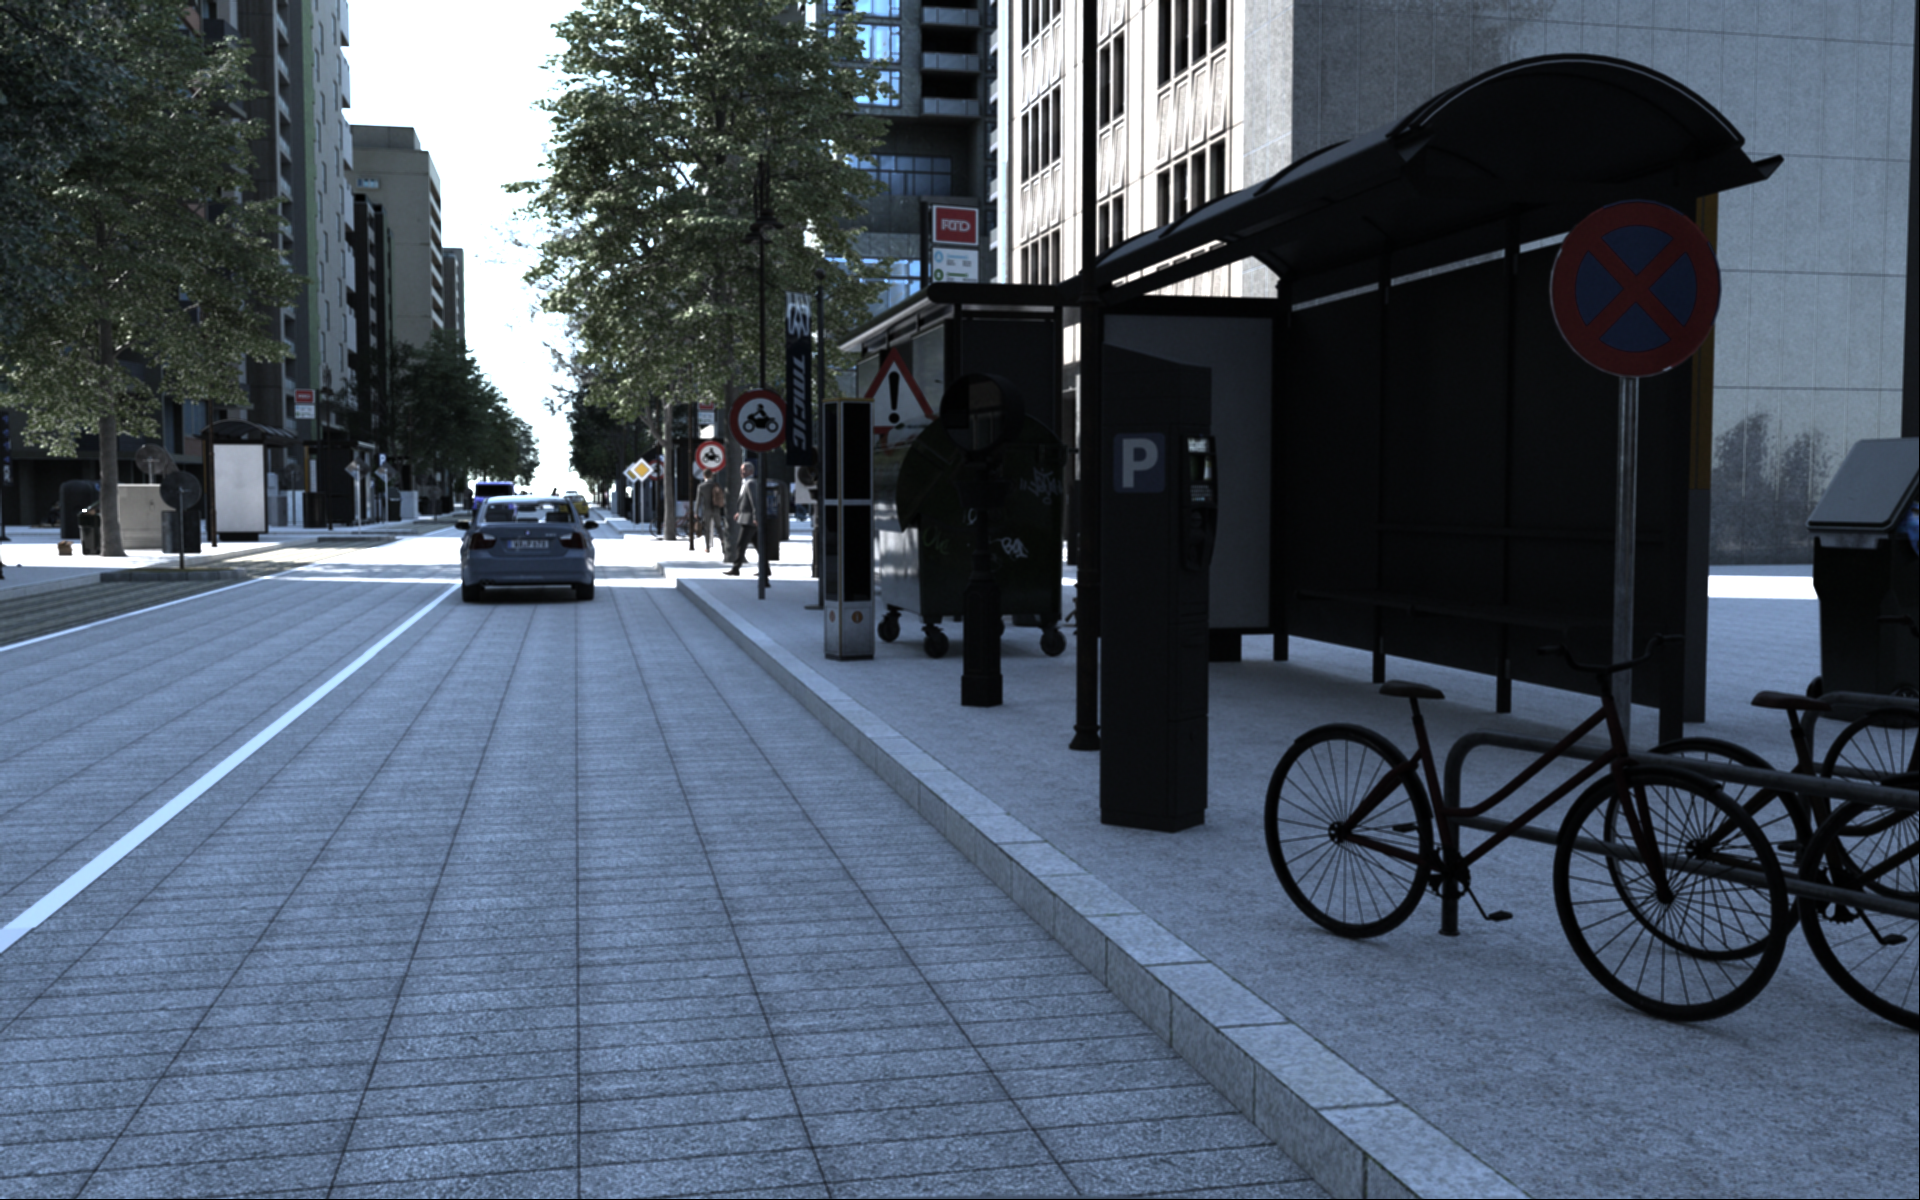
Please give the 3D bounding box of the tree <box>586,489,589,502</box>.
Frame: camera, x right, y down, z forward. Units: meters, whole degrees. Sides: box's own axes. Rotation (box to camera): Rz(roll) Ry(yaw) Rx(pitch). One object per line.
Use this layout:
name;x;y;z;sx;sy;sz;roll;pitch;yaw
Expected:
tree;-61.719;-18.011;289.086;1.663;3.219;1.824;0;3;0

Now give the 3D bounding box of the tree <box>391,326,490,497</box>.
tree;-34.764;-12.191;117.456;7.486;12.596;7.792;0;3;0

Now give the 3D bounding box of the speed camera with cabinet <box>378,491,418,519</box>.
speed camera with cabinet;-28.899;-5.784;88.909;2.038;3.252;0.660;1;4;8

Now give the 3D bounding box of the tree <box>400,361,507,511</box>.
tree;-37.830;-12.424;128.889;9.928;11.665;9.643;0;3;0

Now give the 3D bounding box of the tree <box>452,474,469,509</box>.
tree;-41.968;-9.262;146.037;1.663;3.219;1.824;0;3;0

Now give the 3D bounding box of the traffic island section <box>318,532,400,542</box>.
traffic island section;-18.495;-1.894;53.241;2.009;0.180;2.903;-1;4;-12

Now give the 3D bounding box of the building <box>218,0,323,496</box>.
building;-49.163;-26.071;109.850;14.154;41.232;14.086;-1;4;-12

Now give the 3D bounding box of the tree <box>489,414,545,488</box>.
tree;-70.119;-22.312;271.454;9.857;13.997;8.962;0;3;0

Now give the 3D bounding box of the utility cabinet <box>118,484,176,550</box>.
utility cabinet;-18.394;-1.867;39.201;1.173;1.500;0.318;-2;4;-28

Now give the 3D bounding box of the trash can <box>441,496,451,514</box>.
trash can;-33.629;-6.213;113.241;0.748;1.137;0.748;0;3;0

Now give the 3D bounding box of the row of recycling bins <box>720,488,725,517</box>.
row of recycling bins;-12.710;-5.588;98.479;3.534;1.692;1.069;2;4;26

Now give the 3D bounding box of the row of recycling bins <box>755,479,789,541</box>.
row of recycling bins;-5.269;-2.474;47.561;1.069;1.692;3.534;0;4;3

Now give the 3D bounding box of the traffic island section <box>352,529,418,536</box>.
traffic island section;-20.226;-2.370;61.037;2.009;0.180;2.903;-1;4;-12

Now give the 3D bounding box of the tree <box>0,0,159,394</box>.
tree;-14.132;-6.890;19.305;9.857;13.997;8.962;0;3;0

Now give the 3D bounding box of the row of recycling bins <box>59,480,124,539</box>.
row of recycling bins;-25.453;-2.677;50.876;1.069;1.692;3.534;0;4;-6

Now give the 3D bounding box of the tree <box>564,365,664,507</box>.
tree;-25.352;-12.427;128.933;9.928;11.665;9.643;0;3;0

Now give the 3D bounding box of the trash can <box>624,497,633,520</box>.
trash can;-16.355;-4.552;86.074;0.748;1.137;0.748;0;3;0

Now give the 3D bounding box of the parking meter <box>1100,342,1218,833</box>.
parking meter;0.763;-0.059;6.675;0.399;1.863;0.255;3;4;36

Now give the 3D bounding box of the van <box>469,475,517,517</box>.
van;-22.606;-4.882;84.201;2.240;2.365;5.245;-1;4;-12

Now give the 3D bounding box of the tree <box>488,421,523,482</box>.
tree;-55.866;-16.738;208.076;8.767;10.594;7.601;2;4;32

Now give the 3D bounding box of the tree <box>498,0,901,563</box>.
tree;-4.557;-6.943;31.649;7.486;12.596;7.792;0;3;0

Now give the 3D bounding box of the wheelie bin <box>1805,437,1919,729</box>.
wheelie bin;5.254;-0.115;9.783;0.693;1.594;0.980;-1;4;-15

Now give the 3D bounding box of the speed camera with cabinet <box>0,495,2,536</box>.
speed camera with cabinet;-28.981;-3.461;50.925;2.038;3.252;0.660;3;4;37

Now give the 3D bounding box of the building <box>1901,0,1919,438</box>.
building;32.865;-15.542;47.613;24.014;27.812;14.314;-1;4;-12

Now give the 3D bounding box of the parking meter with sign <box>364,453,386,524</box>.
parking meter with sign;-25.666;-4.801;74.765;1.738;3.016;0.543;1;4;15

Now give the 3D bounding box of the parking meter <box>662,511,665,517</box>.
parking meter;-13.628;-4.361;79.720;0.372;1.533;0.369;0;3;0

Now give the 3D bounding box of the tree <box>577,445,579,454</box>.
tree;-28.733;-11.617;140.302;4.737;8.622;4.395;0;3;0

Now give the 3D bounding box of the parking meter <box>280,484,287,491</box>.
parking meter;-40.870;-6.054;104.694;0.399;1.863;0.255;1;4;21

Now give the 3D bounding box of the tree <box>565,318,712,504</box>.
tree;-15.301;-9.070;82.707;7.601;10.594;8.767;-1;4;-11

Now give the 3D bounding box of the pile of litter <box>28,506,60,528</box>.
pile of litter;-34.273;-3.152;65.506;1.719;0.858;1.176;1;4;9

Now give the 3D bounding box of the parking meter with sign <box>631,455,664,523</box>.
parking meter with sign;-13.968;-4.955;77.278;1.738;3.016;0.543;2;4;35

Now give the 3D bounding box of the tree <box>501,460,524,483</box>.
tree;-66.890;-18.782;257.442;4.360;8.622;3.978;0;3;0

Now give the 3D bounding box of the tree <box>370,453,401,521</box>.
tree;-27.738;-5.381;82.588;1.663;3.219;1.824;0;3;0

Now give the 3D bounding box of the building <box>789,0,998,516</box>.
building;-1.785;-48.720;109.238;22.319;86.520;31.000;-1;4;-12

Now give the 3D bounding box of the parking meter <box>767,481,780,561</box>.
parking meter;-3.661;-1.524;33.332;0.372;1.533;0.369;0;3;0

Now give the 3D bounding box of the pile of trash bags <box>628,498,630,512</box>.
pile of trash bags;-23.539;-7.167;126.933;1.912;1.369;3.447;1;4;20

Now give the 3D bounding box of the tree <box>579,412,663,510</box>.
tree;-22.311;-10.164;116.550;4.737;8.622;4.395;0;3;0

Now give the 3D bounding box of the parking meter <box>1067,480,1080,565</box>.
parking meter;2.120;-1.397;31.253;0.372;1.533;0.369;0;3;0

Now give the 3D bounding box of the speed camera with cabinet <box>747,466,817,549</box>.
speed camera with cabinet;-4.228;-2.835;40.695;2.038;3.252;0.660;0;4;-5

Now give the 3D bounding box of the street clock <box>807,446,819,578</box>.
street clock;-2.139;-1.334;26.376;0.358;2.002;0.471;-2;4;-29

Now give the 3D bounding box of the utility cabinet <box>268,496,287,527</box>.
utility cabinet;-26.904;-3.504;68.449;0.306;1.237;1.020;0;4;-2

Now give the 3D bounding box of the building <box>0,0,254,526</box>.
building;-46.236;-26.032;80.254;22.147;44.769;28.867;-1;4;-12

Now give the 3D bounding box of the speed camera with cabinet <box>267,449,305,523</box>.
speed camera with cabinet;-30.064;-5.042;76.778;0.660;3.252;2.038;3;4;37

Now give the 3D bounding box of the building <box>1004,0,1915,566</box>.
building;9.246;-13.548;39.531;12.078;24.808;19.932;-1;4;-12

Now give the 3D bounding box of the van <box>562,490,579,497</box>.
van;-40.420;-10.607;180.442;2.013;2.044;4.112;-1;4;-11

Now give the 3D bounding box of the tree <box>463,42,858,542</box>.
tree;-8.042;-8.350;46.897;12.009;13.543;11.850;0;3;0

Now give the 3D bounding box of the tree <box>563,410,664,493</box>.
tree;-31.092;-14.637;156.329;9.611;12.733;9.660;0;3;0

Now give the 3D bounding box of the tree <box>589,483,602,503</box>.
tree;-48.209;-14.548;232.459;1.663;3.219;1.824;0;3;0

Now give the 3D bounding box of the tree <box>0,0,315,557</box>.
tree;-17.080;-7.127;34.652;7.486;12.596;7.792;0;3;0

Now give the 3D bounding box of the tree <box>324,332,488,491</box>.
tree;-32.055;-10.092;99.424;8.767;10.594;7.601;-1;4;-18

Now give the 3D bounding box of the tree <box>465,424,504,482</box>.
tree;-44.638;-12.918;161.565;4.737;8.622;4.395;0;3;0

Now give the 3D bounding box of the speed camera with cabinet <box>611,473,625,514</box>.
speed camera with cabinet;-21.904;-7.142;111.100;0.660;3.252;2.038;0;4;1

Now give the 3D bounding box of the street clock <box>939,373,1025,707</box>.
street clock;0.134;-0.361;10.472;0.471;2.002;0.358;2;4;30

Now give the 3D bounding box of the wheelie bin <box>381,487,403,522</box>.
wheelie bin;-26.635;-4.477;81.109;0.980;1.594;0.693;-3;5;-43
